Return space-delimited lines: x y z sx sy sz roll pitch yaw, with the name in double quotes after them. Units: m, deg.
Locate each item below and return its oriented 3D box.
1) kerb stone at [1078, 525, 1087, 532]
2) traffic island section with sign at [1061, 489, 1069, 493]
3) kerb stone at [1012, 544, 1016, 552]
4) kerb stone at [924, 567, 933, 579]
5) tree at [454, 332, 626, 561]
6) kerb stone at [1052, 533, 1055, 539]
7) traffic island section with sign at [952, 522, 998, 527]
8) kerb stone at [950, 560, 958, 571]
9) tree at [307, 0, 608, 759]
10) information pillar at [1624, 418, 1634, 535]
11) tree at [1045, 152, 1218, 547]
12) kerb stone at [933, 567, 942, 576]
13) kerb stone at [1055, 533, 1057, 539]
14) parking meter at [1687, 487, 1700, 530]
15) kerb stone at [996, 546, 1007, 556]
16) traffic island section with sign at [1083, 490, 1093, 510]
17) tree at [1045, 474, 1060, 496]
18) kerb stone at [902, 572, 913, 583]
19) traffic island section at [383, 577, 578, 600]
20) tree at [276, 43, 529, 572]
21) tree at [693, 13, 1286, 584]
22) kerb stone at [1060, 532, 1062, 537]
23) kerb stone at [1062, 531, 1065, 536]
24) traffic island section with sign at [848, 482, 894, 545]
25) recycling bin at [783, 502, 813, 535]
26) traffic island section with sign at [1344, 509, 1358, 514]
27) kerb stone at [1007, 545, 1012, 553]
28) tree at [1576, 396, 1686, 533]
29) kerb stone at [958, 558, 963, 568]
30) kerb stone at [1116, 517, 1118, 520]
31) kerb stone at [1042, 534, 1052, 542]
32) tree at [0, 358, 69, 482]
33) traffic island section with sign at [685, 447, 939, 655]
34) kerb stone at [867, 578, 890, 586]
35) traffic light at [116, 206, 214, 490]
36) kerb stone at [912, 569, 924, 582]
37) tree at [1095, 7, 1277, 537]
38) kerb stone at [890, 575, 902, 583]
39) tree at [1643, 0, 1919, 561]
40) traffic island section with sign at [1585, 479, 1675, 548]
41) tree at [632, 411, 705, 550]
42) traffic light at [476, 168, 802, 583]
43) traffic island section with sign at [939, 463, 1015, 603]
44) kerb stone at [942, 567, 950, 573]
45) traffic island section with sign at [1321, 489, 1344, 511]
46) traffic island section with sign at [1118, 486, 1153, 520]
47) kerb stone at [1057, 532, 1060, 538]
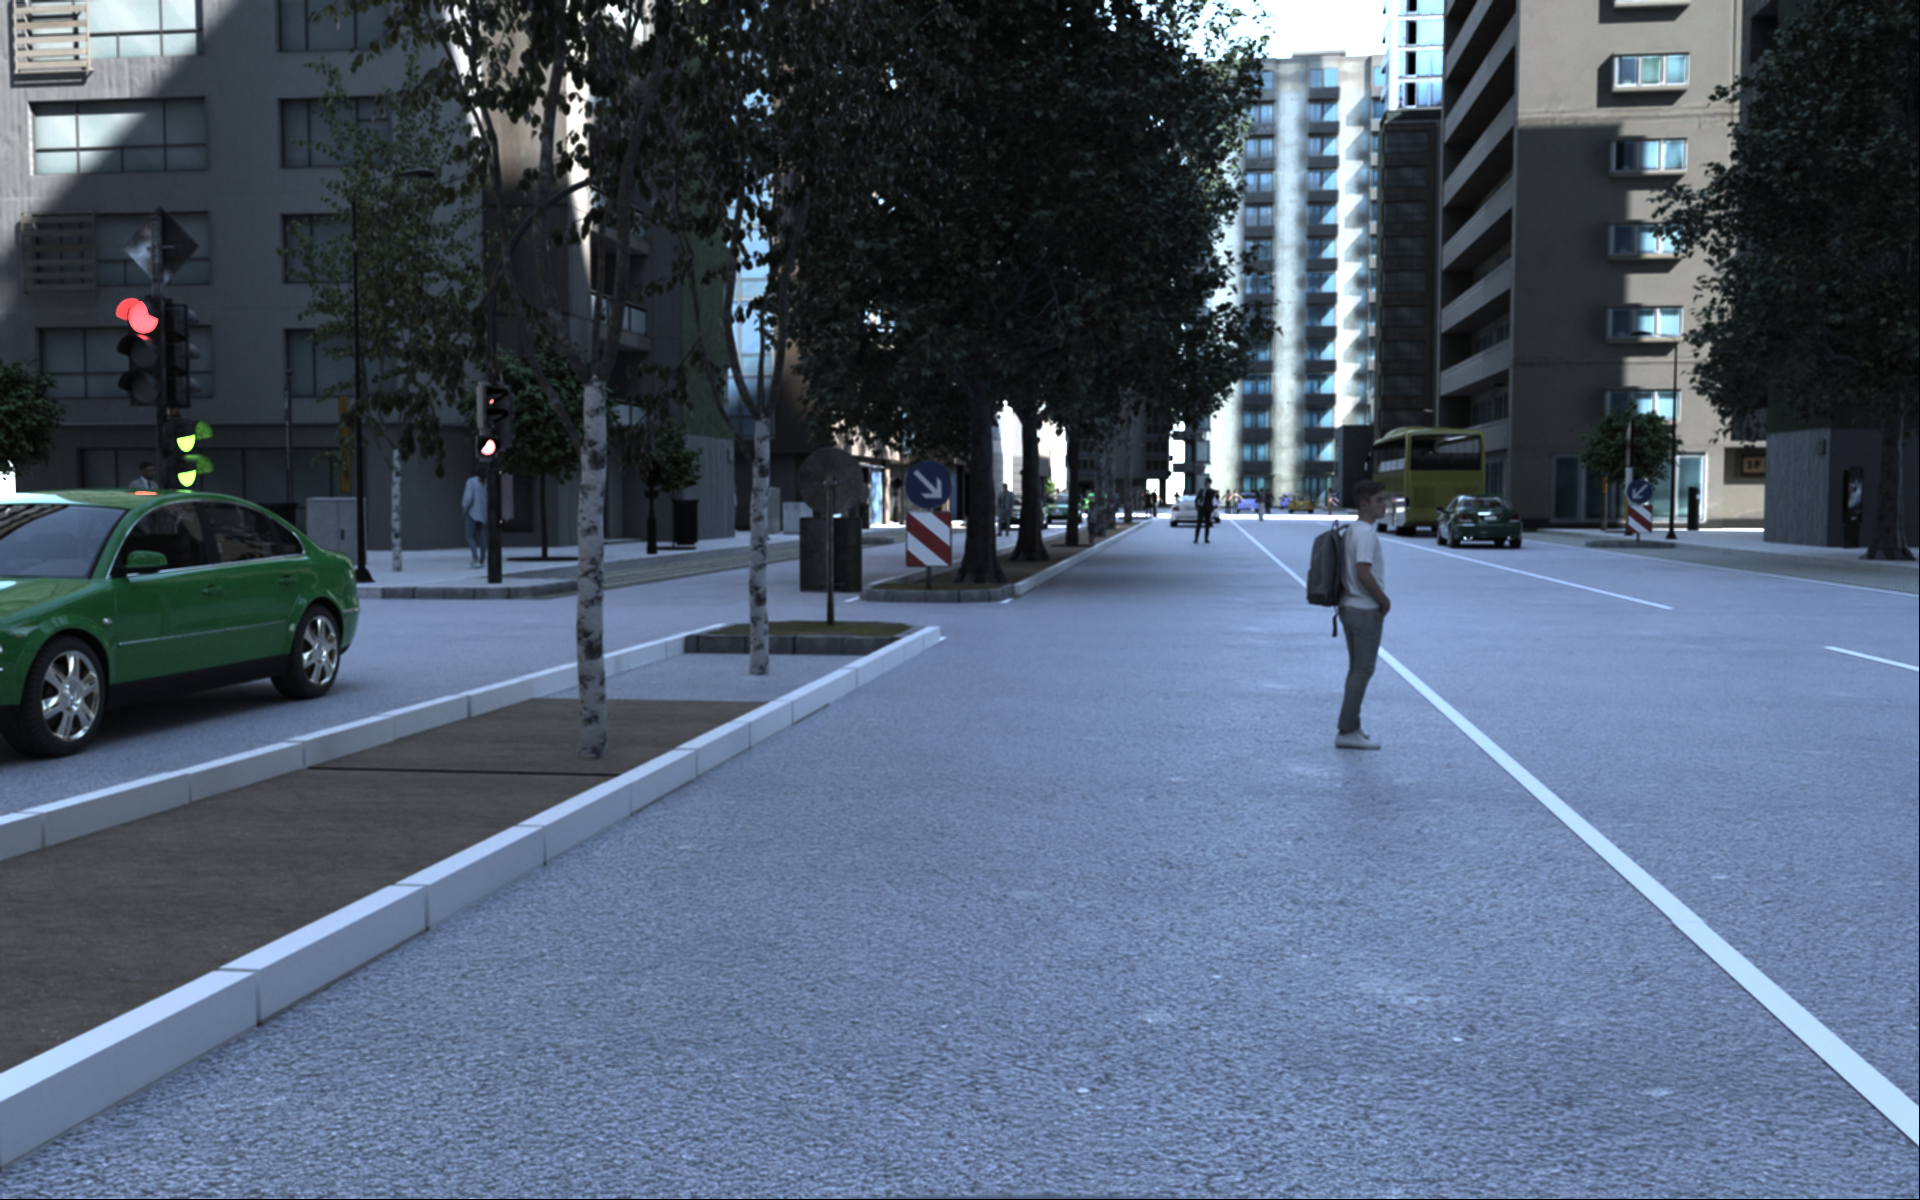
4.873 -2.854 68.909 0.120 0.150 1.000 0 4 8 "kerb stone"
7.719 -7.202 126.374 1.989 1.847 2.006 0 4 8 "traffic island section with sign"
1.201 -1.244 42.537 0.120 0.150 1.000 0 4 8 "kerb stone"
-0.628 -0.437 29.342 0.120 0.150 1.000 0 4 8 "kerb stone"
-8.137 -3.060 33.743 4.285 4.588 4.351 0 3 0 "tree"
2.761 -1.926 53.689 0.120 0.150 1.000 0 4 8 "kerb stone"
0.768 -4.145 76.402 1.989 1.847 2.006 0 4 8 "traffic island section with sign"
-0.212 -0.623 32.389 0.120 0.150 1.000 0 4 8 "kerb stone"
-1.969 -3.457 9.344 4.360 8.622 3.978 0 3 0 "tree"
20.809 -3.823 53.857 0.183 3.616 0.504 0 4 4 "information pillar"
3.135 -7.240 46.591 9.928 11.665 9.643 0 3 0 "tree"
-0.491 -0.499 30.356 0.120 0.150 1.000 0 4 8 "kerb stone"
2.896 -1.989 54.708 0.120 0.150 1.000 0 4 8 "kerb stone"
26.174 -3.265 61.801 0.372 1.533 0.369 0 3 0 "parking meter"
0.925 -1.120 40.504 0.120 0.150 1.000 0 4 8 "kerb stone"
11.439 -8.835 153.072 1.989 1.847 2.006 0 4 8 "traffic island section with sign"
7.462 -9.330 147.153 1.663 3.219 1.824 0 3 0 "tree"
-0.918 -0.303 27.311 0.120 0.150 1.000 0 4 8 "kerb stone"
-6.729 -0.166 24.988 2.009 0.180 2.903 0 4 8 "traffic island section"
-9.313 -4.789 28.657 4.737 8.622 4.395 0 3 0 "tree"
0.343 -6.590 27.214 9.611 12.733 9.660 0 3 0 "tree"
3.171 -2.109 56.743 0.120 0.150 1.000 0 4 8 "kerb stone"
3.322 -2.172 57.754 0.120 0.150 1.000 0 4 8 "kerb stone"
-2.952 -2.512 49.704 1.989 1.847 2.006 0 4 8 "traffic island section with sign"
-5.161 -2.603 55.116 0.722 1.027 0.722 2 4 28 "recycling bin"
28.549 -6.984 122.824 1.989 1.847 2.006 0 4 8 "traffic island section with sign"
1.062 -1.182 41.522 0.120 0.150 1.000 0 4 8 "kerb stone"
22.387 -4.534 57.851 4.285 4.588 4.351 0 3 0 "tree"
-0.069 -0.684 33.407 0.120 0.150 1.000 0 4 8 "kerb stone"
8.824 -4.595 97.366 0.120 0.150 1.000 0 4 8 "kerb stone"
2.610 -1.857 52.679 0.120 0.150 1.000 0 4 8 "kerb stone"
-20.470 -3.208 36.163 4.285 4.588 4.351 0 3 0 "tree"
-1.361 -0.507 16.419 2.006 1.907 1.989 0 4 8 "traffic island section with sign"
-1.202 -0.188 25.276 0.120 0.150 1.000 0 4 8 "kerb stone"
-7.791 -1.714 16.939 0.839 4.253 0.868 0 4 8 "traffic light"
-0.775 -0.371 28.330 0.120 0.150 1.000 0 4 8 "kerb stone"
3.535 -12.195 57.732 12.611 20.169 13.585 0 3 0 "tree"
-1.062 -0.250 26.289 0.120 0.150 1.000 0 4 8 "kerb stone"
18.169 -7.119 33.405 9.611 12.733 9.660 0 3 0 "tree"
17.927 -2.315 46.476 1.989 1.847 2.006 0 4 8 "traffic island section with sign"
-6.765 -2.778 40.021 1.663 3.219 1.824 0 3 0 "tree"
-4.606 -3.054 24.595 4.771 5.953 1.251 0 4 8 "traffic light"
-0.330 -0.955 23.754 2.006 1.907 1.989 0 4 8 "traffic island section with sign"
-0.350 -0.562 31.376 0.120 0.150 1.000 0 4 8 "kerb stone"
32.293 -8.633 149.772 1.989 1.847 2.006 0 4 8 "traffic island section with sign"
10.018 -5.507 98.179 2.006 1.907 1.989 0 4 8 "traffic island section with sign"
3.039 -2.050 55.728 0.120 0.150 1.000 0 4 8 "kerb stone"
